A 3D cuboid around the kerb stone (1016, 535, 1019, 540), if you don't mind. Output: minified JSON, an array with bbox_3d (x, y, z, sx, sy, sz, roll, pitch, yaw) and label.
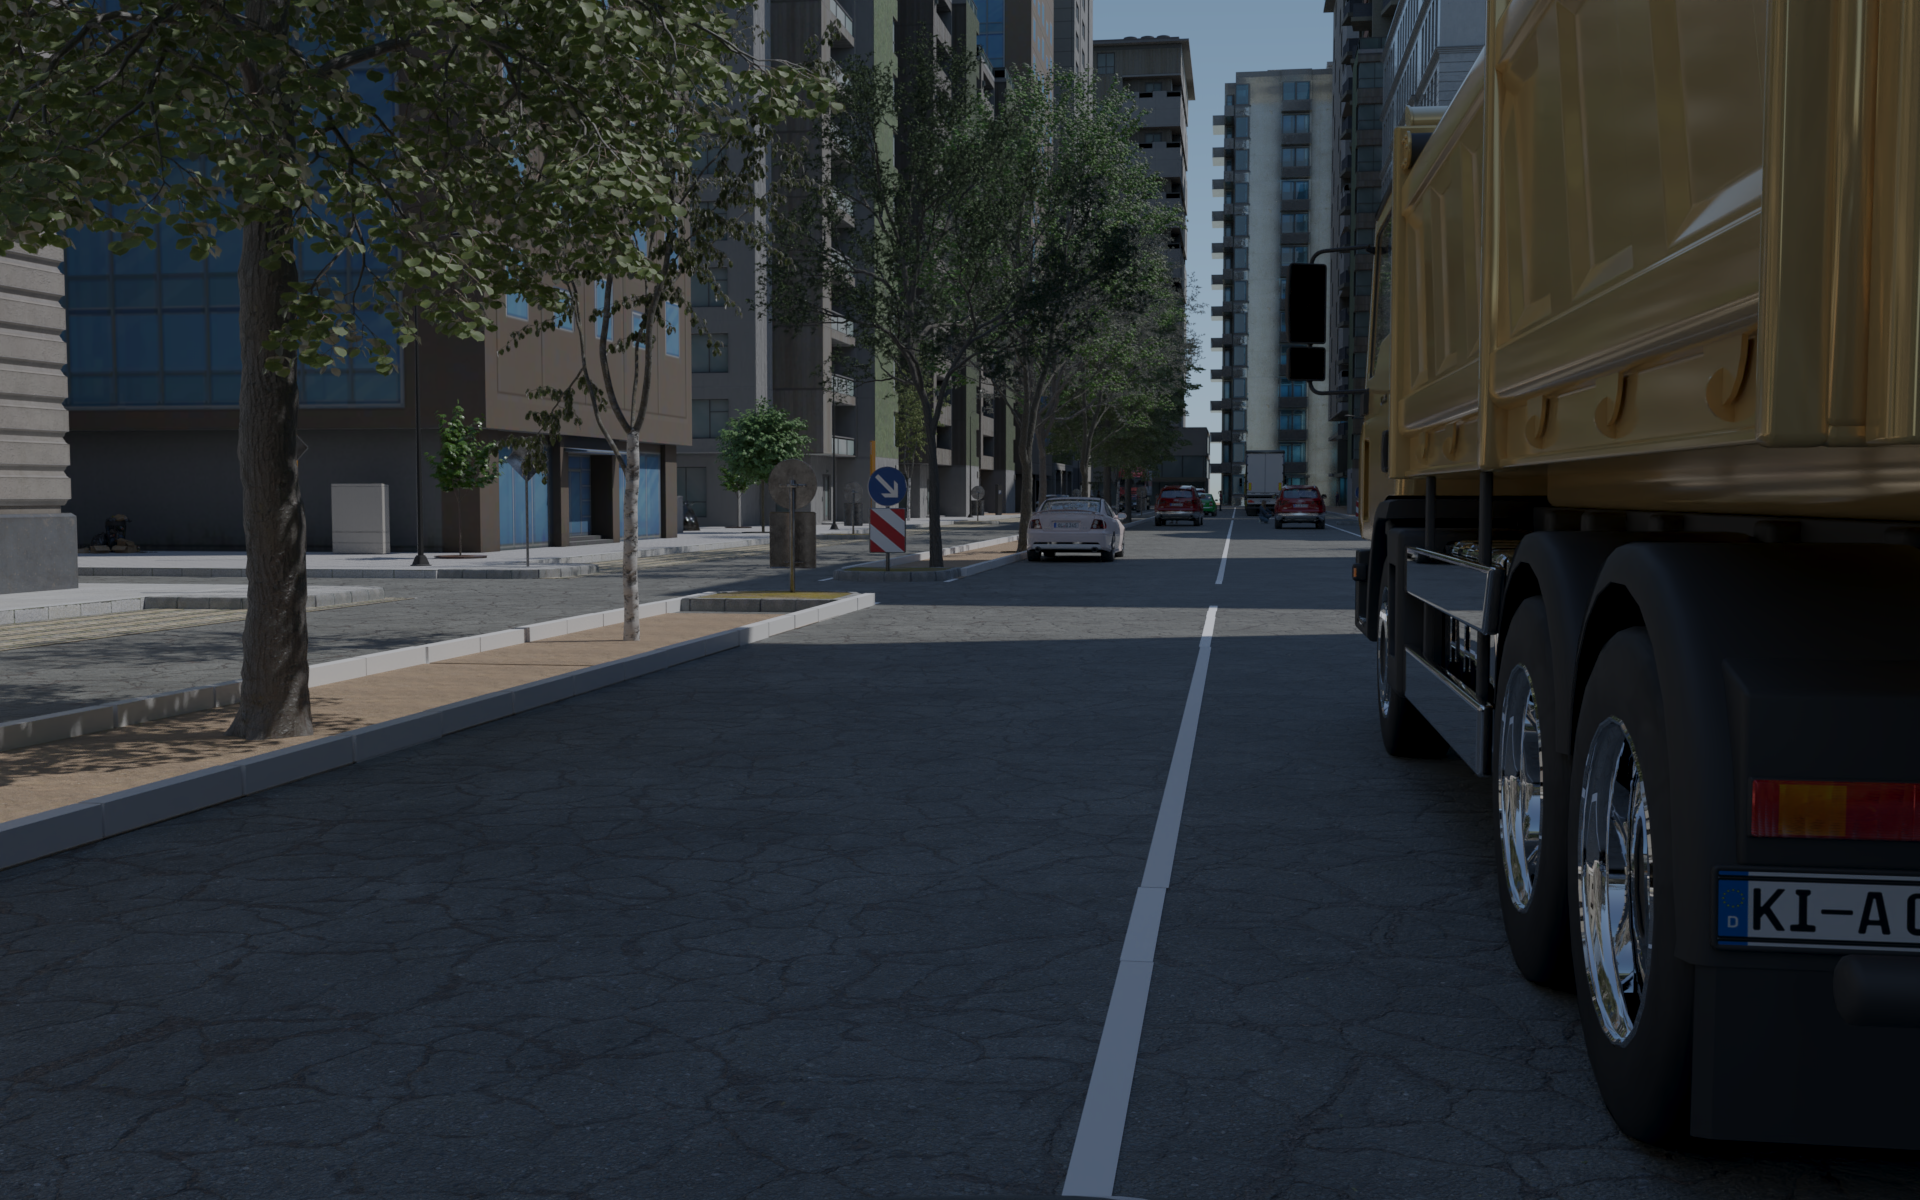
[{"bbox_3d":[1.635,-1.887,53.054,0.120,0.150,1.000,1,4,9],"label":"kerb stone"}]

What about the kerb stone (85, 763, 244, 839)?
[{"bbox_3d":[-3.531,0.887,7.695,0.120,0.150,1.000,1,4,9],"label":"kerb stone"}]

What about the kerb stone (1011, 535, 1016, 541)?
[{"bbox_3d":[1.482,-1.824,52.032,0.120,0.150,1.000,1,4,9],"label":"kerb stone"}]

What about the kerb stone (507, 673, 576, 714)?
[{"bbox_3d":[-2.872,0.639,11.754,0.120,0.150,1.000,1,4,9],"label":"kerb stone"}]

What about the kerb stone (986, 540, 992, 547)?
[{"bbox_3d":[0.667,-1.513,46.986,0.120,0.150,1.000,1,4,9],"label":"kerb stone"}]

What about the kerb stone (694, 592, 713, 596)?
[{"bbox_3d":[-3.322,0.000,22.192,0.120,0.150,1.000,1,4,9],"label":"kerb stone"}]

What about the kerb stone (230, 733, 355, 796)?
[{"bbox_3d":[-3.361,0.826,8.703,0.120,0.150,1.000,1,4,9],"label":"kerb stone"}]

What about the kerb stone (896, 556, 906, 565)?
[{"bbox_3d":[-1.283,-0.774,34.858,0.120,0.150,1.000,1,4,9],"label":"kerb stone"}]

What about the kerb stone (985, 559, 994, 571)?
[{"bbox_3d":[0.457,-0.631,32.508,0.120,0.150,1.000,1,4,9],"label":"kerb stone"}]

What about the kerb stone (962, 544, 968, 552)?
[{"bbox_3d":[0.011,-1.269,42.946,0.120,0.150,1.000,1,4,9],"label":"kerb stone"}]

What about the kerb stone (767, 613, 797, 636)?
[{"bbox_3d":[-1.891,0.267,17.839,0.120,0.150,1.000,1,4,9],"label":"kerb stone"}]

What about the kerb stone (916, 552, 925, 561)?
[{"bbox_3d":[-0.956,-0.898,36.884,0.120,0.150,1.000,1,4,9],"label":"kerb stone"}]

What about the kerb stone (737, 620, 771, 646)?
[{"bbox_3d":[-2.052,0.328,16.826,0.120,0.150,1.000,1,4,9],"label":"kerb stone"}]

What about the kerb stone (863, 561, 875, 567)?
[{"bbox_3d":[-1.775,-0.589,31.819,0.120,0.150,1.000,1,4,9],"label":"kerb stone"}]

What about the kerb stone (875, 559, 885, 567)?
[{"bbox_3d":[-1.621,-0.649,32.830,0.120,0.150,1.000,1,4,9],"label":"kerb stone"}]

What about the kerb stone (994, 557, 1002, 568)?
[{"bbox_3d":[0.628,-0.691,33.516,0.120,0.150,1.000,1,4,9],"label":"kerb stone"}]

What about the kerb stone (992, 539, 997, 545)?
[{"bbox_3d":[0.827,-1.578,47.995,0.120,0.150,1.000,1,4,9],"label":"kerb stone"}]

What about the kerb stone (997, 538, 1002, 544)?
[{"bbox_3d":[0.985,-1.636,49.006,0.120,0.150,1.000,1,4,9],"label":"kerb stone"}]

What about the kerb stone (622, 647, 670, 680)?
[{"bbox_3d":[-2.545,0.517,13.777,0.120,0.150,1.000,1,4,9],"label":"kerb stone"}]

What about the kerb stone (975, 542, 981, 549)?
[{"bbox_3d":[0.338,-1.393,44.967,0.120,0.150,1.000,1,4,9],"label":"kerb stone"}]

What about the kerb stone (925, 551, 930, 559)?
[{"bbox_3d":[-0.800,-0.960,37.894,0.120,0.150,1.000,1,4,9],"label":"kerb stone"}]

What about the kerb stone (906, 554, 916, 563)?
[{"bbox_3d":[-1.118,-0.836,35.871,0.120,0.150,1.000,1,4,9],"label":"kerb stone"}]

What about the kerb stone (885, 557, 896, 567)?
[{"bbox_3d":[-1.450,-0.713,33.849,0.120,0.150,1.000,1,4,9],"label":"kerb stone"}]

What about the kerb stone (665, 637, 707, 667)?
[{"bbox_3d":[-2.389,0.453,14.794,0.120,0.150,1.000,1,4,9],"label":"kerb stone"}]

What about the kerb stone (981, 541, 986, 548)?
[{"bbox_3d":[0.504,-1.455,45.976,0.120,0.150,1.000,1,4,9],"label":"kerb stone"}]

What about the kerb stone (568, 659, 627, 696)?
[{"bbox_3d":[-2.708,0.577,12.768,0.120,0.150,1.000,1,4,9],"label":"kerb stone"}]

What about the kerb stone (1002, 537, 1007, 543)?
[{"bbox_3d":[1.149,-1.698,50.015,0.120,0.150,1.000,1,4,9],"label":"kerb stone"}]

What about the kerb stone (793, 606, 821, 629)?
[{"bbox_3d":[-1.725,0.204,18.865,0.120,0.150,1.000,1,4,9],"label":"kerb stone"}]

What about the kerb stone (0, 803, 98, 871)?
[{"bbox_3d":[-3.689,0.949,6.686,0.120,0.150,1.000,1,4,9],"label":"kerb stone"}]

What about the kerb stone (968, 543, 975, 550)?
[{"bbox_3d":[0.182,-1.329,43.957,0.120,0.150,1.000,1,4,9],"label":"kerb stone"}]

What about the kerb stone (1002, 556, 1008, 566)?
[{"bbox_3d":[0.784,-0.754,34.531,0.120,0.150,1.000,1,4,9],"label":"kerb stone"}]

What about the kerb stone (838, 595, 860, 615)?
[{"bbox_3d":[-1.407,0.080,20.894,0.120,0.150,1.000,1,4,9],"label":"kerb stone"}]

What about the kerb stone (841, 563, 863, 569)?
[{"bbox_3d":[-1.937,-0.527,30.808,0.120,0.150,1.000,1,4,9],"label":"kerb stone"}]

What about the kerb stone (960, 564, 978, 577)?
[{"bbox_3d":[0.140,-0.505,30.480,0.120,0.150,1.000,1,4,9],"label":"kerb stone"}]

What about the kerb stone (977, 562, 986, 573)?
[{"bbox_3d":[0.293,-0.568,31.490,0.120,0.150,1.000,1,4,9],"label":"kerb stone"}]

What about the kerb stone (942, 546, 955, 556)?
[{"bbox_3d":[-0.312,-1.145,40.927,0.120,0.150,1.000,1,4,9],"label":"kerb stone"}]

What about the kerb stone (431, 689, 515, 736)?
[{"bbox_3d":[-3.040,0.701,10.740,0.120,0.150,1.000,1,4,9],"label":"kerb stone"}]

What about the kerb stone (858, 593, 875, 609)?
[{"bbox_3d":[-1.239,0.018,21.906,0.120,0.150,1.000,1,4,9],"label":"kerb stone"}]

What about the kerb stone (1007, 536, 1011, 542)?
[{"bbox_3d":[1.310,-1.763,51.024,0.120,0.150,1.000,1,4,9],"label":"kerb stone"}]

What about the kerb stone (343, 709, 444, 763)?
[{"bbox_3d":[-3.192,0.763,9.720,0.120,0.150,1.000,1,4,9],"label":"kerb stone"}]

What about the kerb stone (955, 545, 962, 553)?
[{"bbox_3d":[-0.146,-1.207,41.936,0.120,0.150,1.000,1,4,9],"label":"kerb stone"}]

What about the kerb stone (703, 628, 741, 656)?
[{"bbox_3d":[-2.226,0.393,15.814,0.120,0.150,1.000,1,4,9],"label":"kerb stone"}]

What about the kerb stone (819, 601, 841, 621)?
[{"bbox_3d":[-1.563,0.141,19.882,0.120,0.150,1.000,1,4,9],"label":"kerb stone"}]
